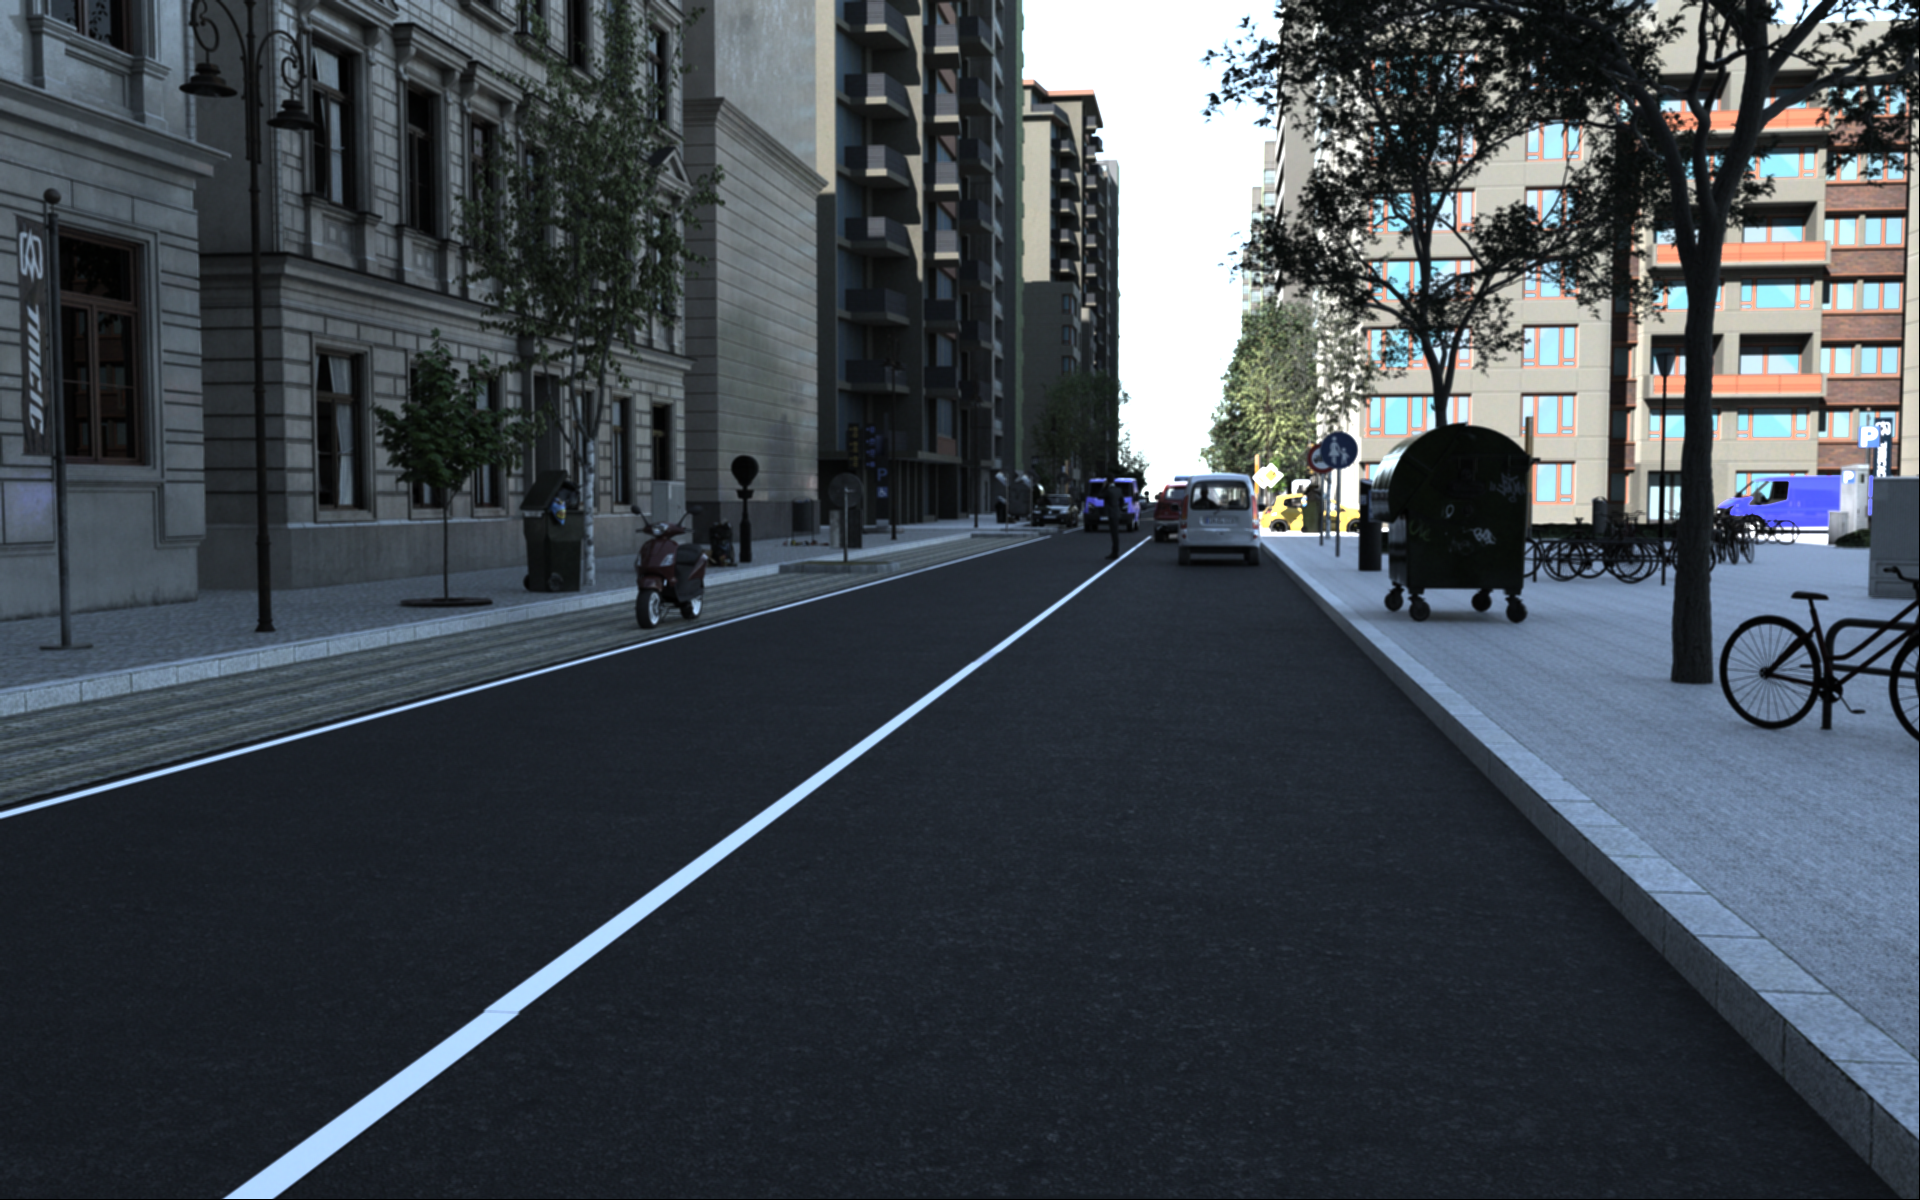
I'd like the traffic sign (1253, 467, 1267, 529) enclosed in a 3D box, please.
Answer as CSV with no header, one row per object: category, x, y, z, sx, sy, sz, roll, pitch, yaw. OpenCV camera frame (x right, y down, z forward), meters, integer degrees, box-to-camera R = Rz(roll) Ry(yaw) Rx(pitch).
traffic sign,11.251,-3.709,64.289,0.795,2.450,0.064,1,4,8

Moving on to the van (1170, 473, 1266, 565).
van,5.415,-1.791,36.295,2.013,2.044,4.112,0,4,8

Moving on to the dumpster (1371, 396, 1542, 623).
dumpster,5.142,-0.953,18.079,1.502,2.255,1.985,1,4,8

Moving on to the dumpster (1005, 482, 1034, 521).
dumpster,2.808,-4.663,81.994,1.264,1.857,1.865,1,4,8

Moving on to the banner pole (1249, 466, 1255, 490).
banner pole,21.265,-8.321,126.065,0.863,3.779,0.401,1,4,9

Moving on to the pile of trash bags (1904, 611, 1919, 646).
pile of trash bags,9.846,-0.304,14.728,3.447,1.369,1.912,-2,4,-28

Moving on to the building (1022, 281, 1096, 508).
building,-2.424,-19.095,157.237,27.650,21.520,28.899,1,4,8

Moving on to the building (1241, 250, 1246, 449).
building,53.695,-36.961,287.900,14.154,41.232,14.086,1,4,8

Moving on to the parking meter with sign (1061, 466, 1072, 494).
parking meter with sign,6.487,-6.646,104.926,0.543,3.016,1.738,0,4,-3

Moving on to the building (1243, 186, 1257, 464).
building,45.600,-33.476,230.921,14.154,41.232,14.086,1,4,8

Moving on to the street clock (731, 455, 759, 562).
street clock,-4.031,-1.708,32.502,0.471,2.002,0.358,0,4,8

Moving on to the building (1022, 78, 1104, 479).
building,3.877,-32.479,185.656,22.147,44.769,28.867,1,4,8

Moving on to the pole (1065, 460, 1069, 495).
pole,6.392,-6.707,103.507,0.158,3.312,0.155,0,3,0

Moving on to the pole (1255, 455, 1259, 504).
pole,15.455,-5.889,90.135,0.158,3.312,0.155,0,3,0

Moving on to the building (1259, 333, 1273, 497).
building,45.226,-20.515,180.464,27.650,21.520,28.899,1,4,8

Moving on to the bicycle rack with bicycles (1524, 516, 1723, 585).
bicycle rack with bicycles,9.513,-0.757,25.757,2.925,0.926,2.852,2,4,31

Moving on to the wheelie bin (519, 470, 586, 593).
wheelie bin,-5.360,-0.914,22.846,0.693,1.594,0.980,-3,5,-44

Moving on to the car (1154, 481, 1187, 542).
car,7.089,-2.734,53.369,2.281,1.827,5.304,1,4,9

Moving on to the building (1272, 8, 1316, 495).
building,39.199,-32.450,154.259,21.300,48.544,21.600,1,4,8

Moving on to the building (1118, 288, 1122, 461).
building,13.900,-36.490,288.490,32.217,40.220,23.993,1,4,8

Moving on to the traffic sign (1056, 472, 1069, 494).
traffic sign,5.976,-6.176,101.086,0.768,2.556,0.104,1,4,12

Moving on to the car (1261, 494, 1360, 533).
car,12.294,-2.992,59.141,3.980,1.641,2.015,1,4,9

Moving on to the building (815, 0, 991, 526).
building,-10.219,-26.221,83.344,22.147,44.769,28.867,1,4,8

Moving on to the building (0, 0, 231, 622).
building,-15.401,-10.701,11.117,11.583,22.565,21.152,1,4,8

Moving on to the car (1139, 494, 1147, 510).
car,15.819,-8.776,155.489,2.014,1.417,4.499,0,4,6

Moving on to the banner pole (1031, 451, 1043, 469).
banner pole,4.548,-6.774,100.766,0.863,3.779,0.401,0,4,8

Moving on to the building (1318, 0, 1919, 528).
building,31.223,-14.113,75.792,28.899,21.520,27.650,1,4,8

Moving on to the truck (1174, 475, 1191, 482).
truck,31.438,-15.552,244.031,2.967,4.110,18.799,0,4,8

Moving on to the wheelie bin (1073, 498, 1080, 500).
wheelie bin,8.481,-7.314,127.492,0.693,1.594,0.980,1,4,8

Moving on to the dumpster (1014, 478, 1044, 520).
dumpster,3.266,-4.994,84.142,1.502,2.255,1.985,1,4,8

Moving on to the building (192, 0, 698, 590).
building,-12.283,-10.246,32.157,10.561,19.102,19.286,1,4,8

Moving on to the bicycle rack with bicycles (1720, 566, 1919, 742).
bicycle rack with bicycles,5.842,0.281,8.796,2.852,0.926,2.925,-1,4,-23

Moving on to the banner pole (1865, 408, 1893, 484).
banner pole,26.476,-3.674,50.090,0.863,3.779,0.401,2,4,31

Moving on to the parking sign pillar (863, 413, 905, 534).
parking sign pillar,-2.549,-4.181,56.835,1.447,3.967,1.447,0,4,-2

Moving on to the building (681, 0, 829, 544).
building,-17.263,-15.499,50.668,25.104,27.353,12.463,1,4,8

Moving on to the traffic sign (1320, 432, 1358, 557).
traffic sign,7.742,-2.160,35.429,0.768,2.556,0.104,1,4,18

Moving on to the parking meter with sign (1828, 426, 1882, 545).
parking meter with sign,22.727,-2.924,44.067,1.738,3.016,0.543,-3,4,-38

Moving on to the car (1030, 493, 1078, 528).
car,4.048,-3.914,73.784,2.009,1.686,4.222,1,4,9

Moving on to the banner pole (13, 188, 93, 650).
banner pole,-7.426,-1.471,14.071,0.401,3.779,0.863,0,4,-3

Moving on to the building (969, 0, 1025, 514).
building,-3.529,-26.245,112.702,14.154,41.232,14.086,1,4,8

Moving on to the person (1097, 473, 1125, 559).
person,3.328,-1.863,38.327,0.474,1.900,0.648,2,4,28

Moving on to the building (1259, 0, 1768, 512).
building,37.491,-26.206,120.345,32.217,40.220,23.993,1,4,8

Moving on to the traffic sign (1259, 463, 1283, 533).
traffic sign,10.116,-3.226,56.384,0.795,2.450,0.064,1,4,8

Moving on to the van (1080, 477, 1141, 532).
van,5.896,-3.833,67.051,2.240,2.365,5.245,1,4,9

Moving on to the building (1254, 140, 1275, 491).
building,42.140,-31.705,201.974,14.154,41.232,14.086,1,4,8

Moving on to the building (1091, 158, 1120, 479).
building,11.560,-31.978,206.426,14.154,41.232,14.086,1,4,8

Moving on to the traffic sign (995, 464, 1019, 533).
traffic sign,1.562,-3.302,57.628,0.795,2.450,0.064,1,4,8

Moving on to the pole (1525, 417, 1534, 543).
pole,14.992,-3.170,45.680,0.158,3.312,0.155,0,3,0

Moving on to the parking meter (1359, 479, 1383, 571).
parking meter,6.872,-1.258,28.985,0.372,1.533,0.369,0,3,0

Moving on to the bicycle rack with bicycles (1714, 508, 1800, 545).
bicycle rack with bicycles,20.447,-1.937,45.058,2.852,0.926,2.925,-2,4,-35

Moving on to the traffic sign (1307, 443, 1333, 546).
traffic sign,9.011,-2.629,43.097,0.768,2.556,0.104,1,4,9

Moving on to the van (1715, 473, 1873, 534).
van,28.449,-3.326,58.765,5.245,2.365,2.240,0,4,7

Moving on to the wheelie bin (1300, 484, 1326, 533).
wheelie bin,11.588,-2.984,56.692,0.693,1.594,0.980,3,5,43

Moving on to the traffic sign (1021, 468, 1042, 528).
traffic sign,2.697,-3.785,65.532,0.795,2.450,0.064,1,4,8
